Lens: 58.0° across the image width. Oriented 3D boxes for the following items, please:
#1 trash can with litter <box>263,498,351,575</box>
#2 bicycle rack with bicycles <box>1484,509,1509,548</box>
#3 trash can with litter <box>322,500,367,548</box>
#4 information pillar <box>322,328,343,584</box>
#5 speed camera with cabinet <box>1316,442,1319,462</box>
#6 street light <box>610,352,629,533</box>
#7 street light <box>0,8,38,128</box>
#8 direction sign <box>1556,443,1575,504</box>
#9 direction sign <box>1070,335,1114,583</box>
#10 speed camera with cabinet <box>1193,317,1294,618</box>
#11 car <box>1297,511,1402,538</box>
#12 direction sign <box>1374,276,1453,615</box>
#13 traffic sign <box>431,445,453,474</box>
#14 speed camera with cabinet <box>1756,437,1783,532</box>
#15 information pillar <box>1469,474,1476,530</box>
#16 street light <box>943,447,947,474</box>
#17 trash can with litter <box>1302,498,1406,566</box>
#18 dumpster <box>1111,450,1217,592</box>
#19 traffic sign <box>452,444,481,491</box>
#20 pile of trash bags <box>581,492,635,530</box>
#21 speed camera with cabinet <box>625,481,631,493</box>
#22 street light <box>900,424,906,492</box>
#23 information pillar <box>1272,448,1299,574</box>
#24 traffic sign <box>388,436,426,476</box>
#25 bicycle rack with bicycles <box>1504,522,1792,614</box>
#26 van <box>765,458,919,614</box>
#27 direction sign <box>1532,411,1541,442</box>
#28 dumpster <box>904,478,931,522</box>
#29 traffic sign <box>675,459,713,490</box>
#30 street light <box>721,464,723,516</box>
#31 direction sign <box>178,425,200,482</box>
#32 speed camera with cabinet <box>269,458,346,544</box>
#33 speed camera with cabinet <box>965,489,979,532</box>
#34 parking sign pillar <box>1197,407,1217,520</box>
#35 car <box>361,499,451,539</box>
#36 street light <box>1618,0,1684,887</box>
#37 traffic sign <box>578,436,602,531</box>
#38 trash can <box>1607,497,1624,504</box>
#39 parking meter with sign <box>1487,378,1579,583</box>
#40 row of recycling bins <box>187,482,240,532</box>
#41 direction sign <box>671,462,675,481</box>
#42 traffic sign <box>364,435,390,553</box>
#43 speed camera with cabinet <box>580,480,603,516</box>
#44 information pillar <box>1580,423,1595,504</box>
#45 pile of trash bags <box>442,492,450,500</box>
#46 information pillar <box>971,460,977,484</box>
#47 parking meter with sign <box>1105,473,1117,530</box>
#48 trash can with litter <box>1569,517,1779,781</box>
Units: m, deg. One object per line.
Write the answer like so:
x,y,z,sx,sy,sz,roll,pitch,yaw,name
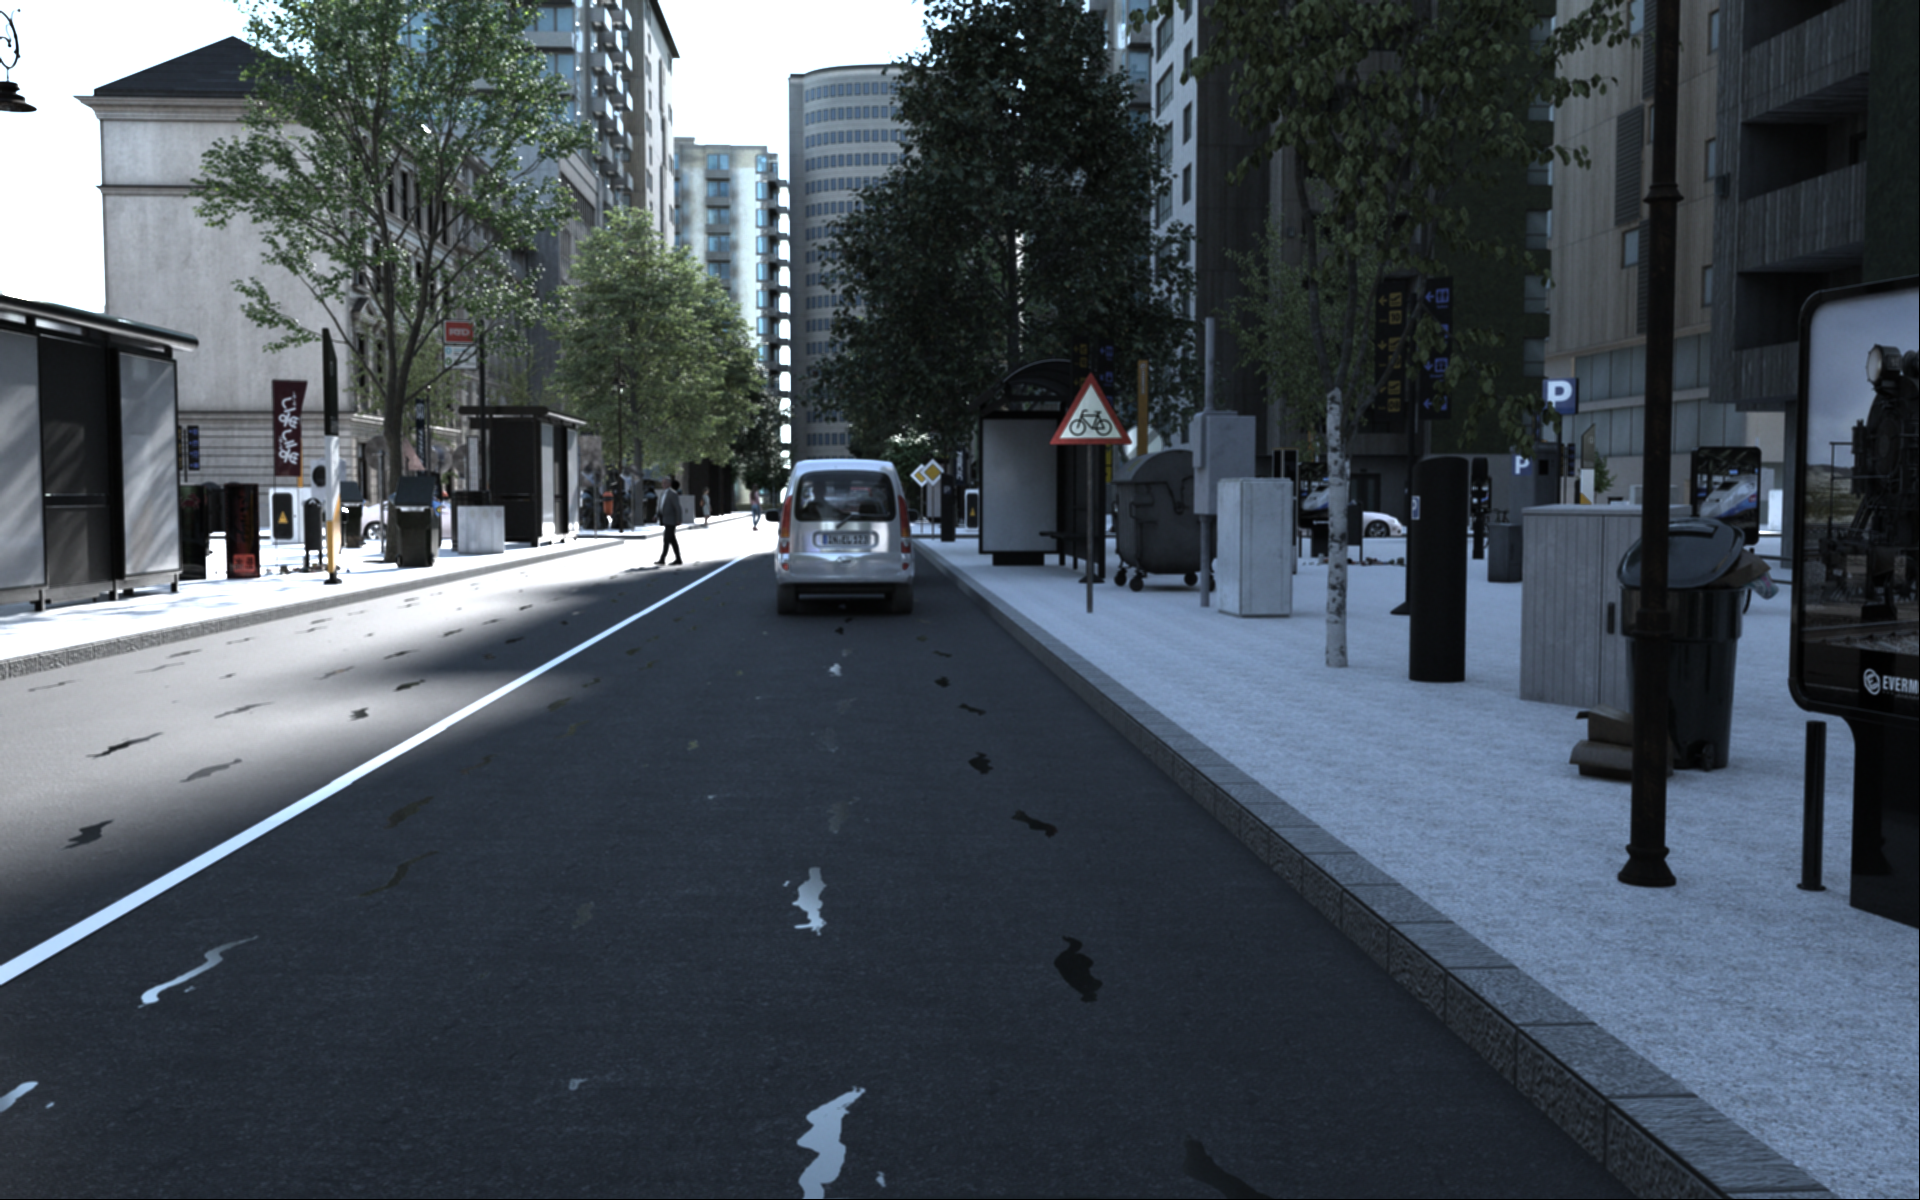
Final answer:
-10.872,-1.060,28.394,1.678,1.210,2.233,0,4,4,trash can with litter
13.440,-1.702,41.211,2.925,0.926,2.852,-2,4,-29,bicycle rack with bicycles
-14.719,-1.839,41.461,1.055,1.170,0.624,1,4,10,trash can with litter
-8.967,-2.041,24.726,0.183,3.616,0.504,0,4,-7,information pillar
12.097,-3.918,58.401,0.660,3.252,2.038,1,4,22,speed camera with cabinet
-11.098,-5.125,56.575,0.468,5.910,1.993,0,4,-3,street light
-8.639,-2.595,15.215,0.468,5.910,1.993,0,4,-3,street light
27.113,-5.235,77.587,0.876,3.537,0.379,-1,4,-11,direction sign
1.908,-2.018,24.987,0.876,3.537,0.379,-3,5,-42,direction sign
3.065,-1.499,18.841,0.660,3.252,2.038,0,4,-6,speed camera with cabinet
11.075,-2.483,52.959,4.827,1.381,2.083,0,4,-3,car
4.794,-1.615,18.398,0.876,3.537,0.379,3,5,43,direction sign
-13.552,-2.744,44.963,0.768,2.556,0.104,0,4,-1,traffic sign
27.916,-3.975,59.333,0.660,3.252,2.038,-1,4,-15,speed camera with cabinet
18.473,-3.523,62.090,0.304,2.012,0.304,0,4,-2,information pillar
-0.403,-4.587,47.791,0.468,5.910,1.993,0,4,-3,street light
7.346,-1.241,31.349,2.233,1.210,1.678,3,5,40,trash can with litter
2.788,-1.081,23.430,1.264,1.857,1.865,0,4,-3,dumpster
-12.608,-2.701,44.274,0.768,2.556,0.104,0,4,6,traffic sign
-13.031,-3.323,64.076,1.912,1.369,3.447,-1,4,-12,pile of trash bags
-19.517,-6.725,104.297,0.660,3.252,2.038,1,4,14,speed camera with cabinet
-2.898,-7.113,89.084,0.468,5.910,1.993,0,4,-3,street light
5.197,-1.420,27.707,0.304,2.012,0.304,-1,4,-21,information pillar
-12.490,-2.389,39.065,0.884,2.594,0.081,0,4,1,traffic sign
7.787,-0.338,18.907,2.852,0.926,2.925,0,4,3,bicycle rack with bicycles
-1.496,-0.925,22.132,2.013,2.044,4.112,0,4,-5,van
15.783,-3.397,47.539,0.379,3.537,0.876,0,4,6,direction sign
-1.768,-4.668,78.821,1.502,2.255,1.985,0,4,-3,dumpster
-15.608,-6.599,101.769,2.265,3.308,0.079,0,4,-3,traffic sign
-13.618,-7.718,98.970,0.468,5.910,1.993,0,4,-3,street light
-25.558,-3.987,57.181,0.876,3.537,0.379,-1,4,-9,direction sign
-16.670,-3.051,44.220,2.038,3.252,0.660,1,4,22,speed camera with cabinet
0.985,-3.931,58.613,0.660,3.252,2.038,-3,4,-37,speed camera with cabinet
7.124,-3.669,48.460,1.447,3.967,1.447,-3,5,-43,parking sign pillar
-15.493,-2.349,50.762,4.827,1.381,2.083,0,4,-3,car
2.274,-2.004,5.555,0.468,5.910,1.993,0,4,-3,street light
-13.612,-4.072,60.458,2.265,3.308,0.079,0,4,5,traffic sign
30.350,-4.195,80.249,0.748,1.137,0.748,0,3,0,trash can
8.445,-1.795,25.603,1.738,3.016,0.543,-3,5,-43,parking meter with sign
-26.059,-3.178,59.068,3.534,1.692,1.069,0,4,4,row of recycling bins
-17.675,-7.037,107.050,0.379,3.537,0.876,-2,4,-32,direction sign
-12.562,-2.293,37.602,0.768,2.556,0.104,0,4,4,traffic sign
-23.520,-7.023,109.169,2.038,3.252,0.660,1,4,23,speed camera with cabinet
20.786,-4.036,57.338,0.504,3.616,0.183,-1,4,-17,information pillar
-19.221,-3.552,67.830,3.447,1.369,1.912,2,4,24,pile of trash bags
0.920,-7.769,118.371,0.504,3.616,0.183,0,4,1,information pillar
5.967,-4.016,61.920,1.738,3.016,0.543,-1,4,-16,parking meter with sign
3.288,0.207,8.007,0.624,1.170,1.055,3,5,43,trash can with litter
